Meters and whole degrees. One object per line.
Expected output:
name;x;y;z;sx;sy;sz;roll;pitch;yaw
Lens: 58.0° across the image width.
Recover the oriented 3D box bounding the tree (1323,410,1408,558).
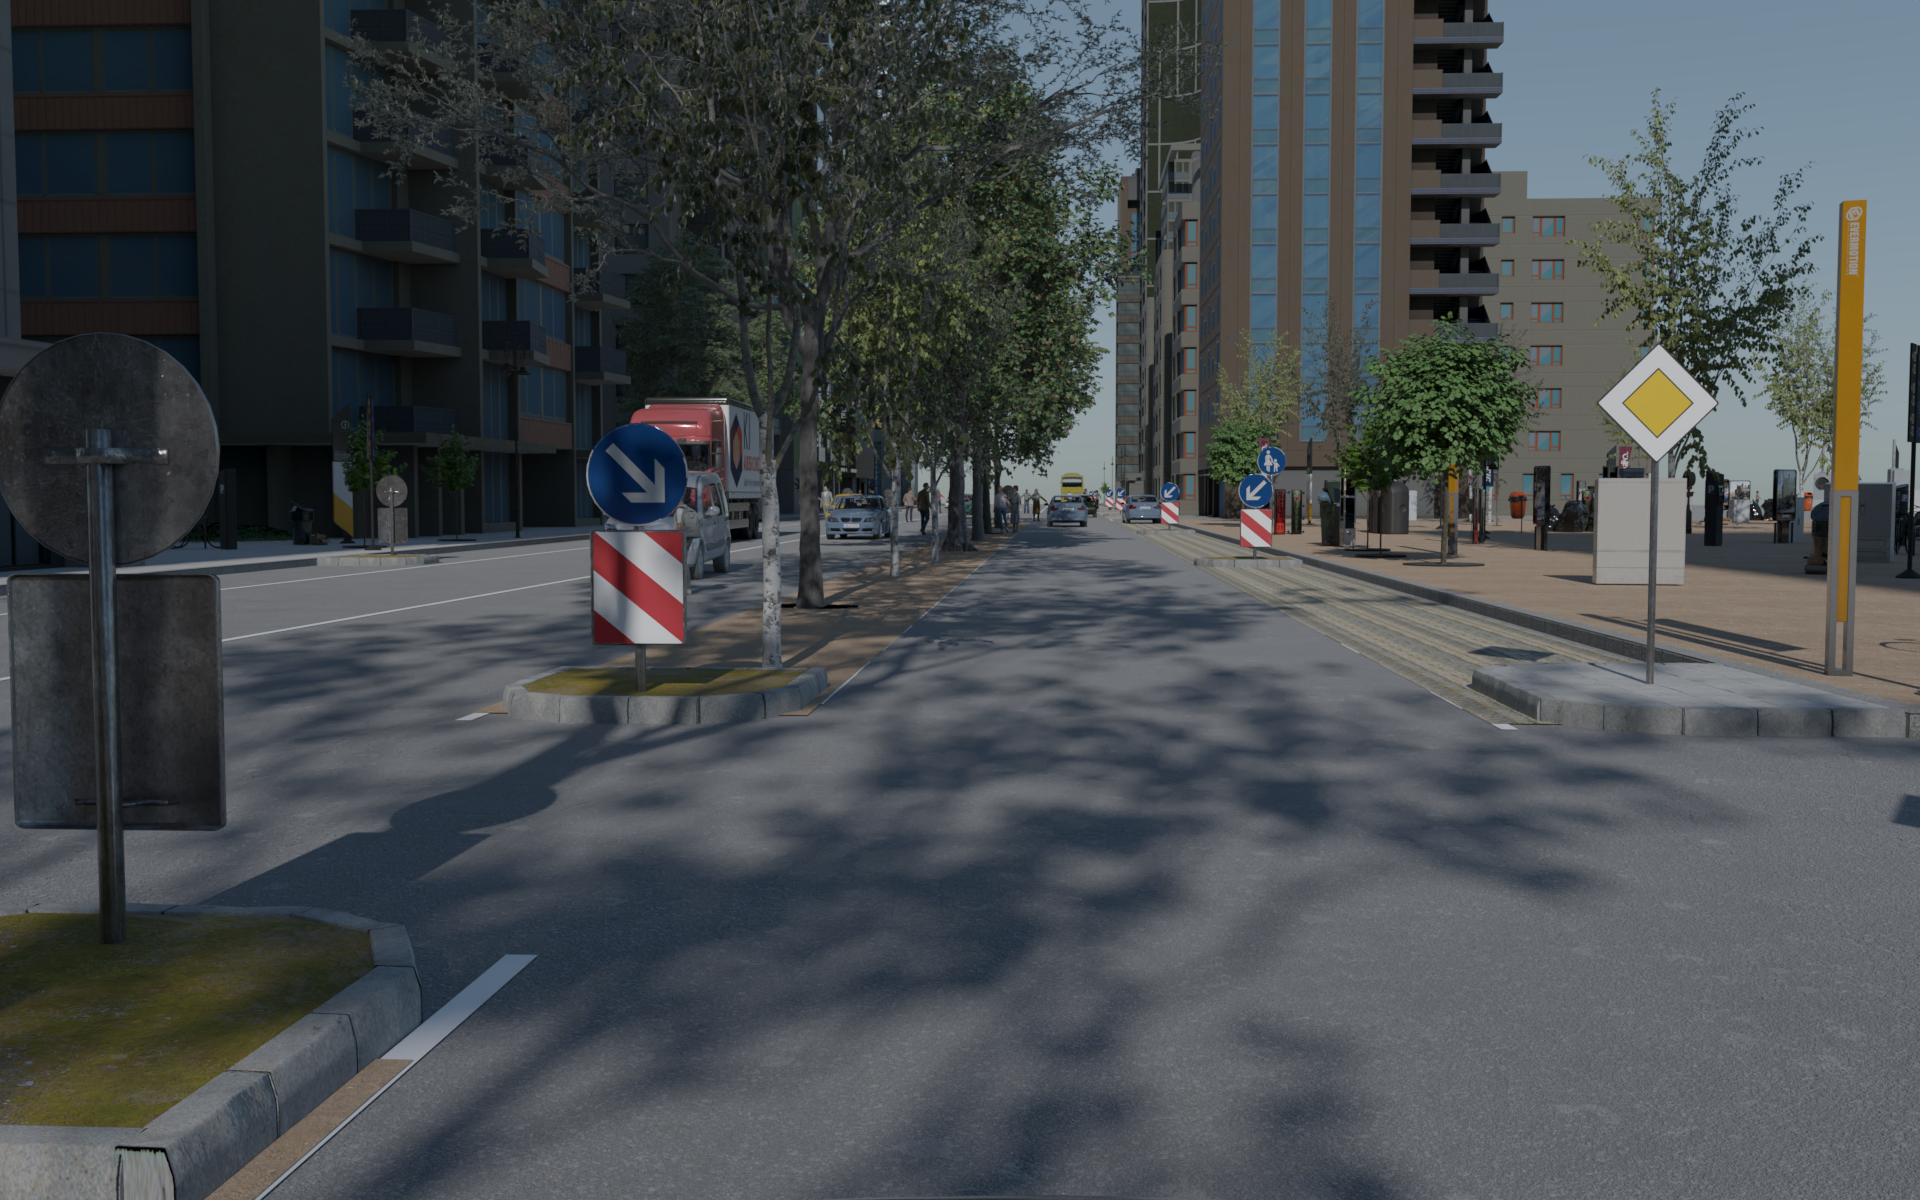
tree;8.461;-2.488;35.286;1.663;3.219;1.824;0;3;0

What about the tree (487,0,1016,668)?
tree;-1.492;-3.698;13.281;4.360;8.622;3.978;0;3;0

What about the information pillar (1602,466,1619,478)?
information pillar;16.877;-2.476;44.970;0.304;2.012;0.304;-1;4;-11

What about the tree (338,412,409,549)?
tree;-14.216;-2.842;41.071;1.663;3.219;1.824;0;3;0

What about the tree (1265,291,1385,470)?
tree;13.680;-6.824;61.936;4.360;8.622;3.978;0;3;0

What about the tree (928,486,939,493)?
tree;-3.318;-14.044;224.228;1.663;3.219;1.824;0;3;0

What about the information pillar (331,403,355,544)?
information pillar;-15.926;-3.263;44.701;0.504;3.616;0.183;-3;4;-39

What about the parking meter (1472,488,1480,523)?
parking meter;22.812;-4.163;76.478;0.372;1.533;0.369;0;3;0

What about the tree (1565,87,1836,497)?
tree;13.473;-4.993;32.004;4.737;8.622;4.395;0;3;0

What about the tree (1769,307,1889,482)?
tree;34.060;-7.161;67.451;4.360;8.622;3.978;0;3;0

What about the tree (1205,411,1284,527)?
tree;11.134;-5.170;68.251;4.285;4.588;4.351;0;3;0

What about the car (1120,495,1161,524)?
car;8.835;-4.414;84.175;2.014;1.417;4.499;0;4;2

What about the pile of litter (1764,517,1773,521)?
pile of litter;38.609;-4.124;81.388;1.176;0.858;1.719;-1;4;-9

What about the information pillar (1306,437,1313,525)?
information pillar;14.502;-4.925;71.882;0.183;3.616;0.504;0;4;-6

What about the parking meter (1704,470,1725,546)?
parking meter;18.622;-2.265;42.748;0.255;1.863;0.399;-2;4;-30

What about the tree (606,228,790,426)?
tree;-12.262;-10.785;82.986;9.857;13.997;8.962;0;3;0

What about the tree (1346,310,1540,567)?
tree;8.637;-2.897;31.078;4.285;4.588;4.351;0;3;0

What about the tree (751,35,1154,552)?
tree;-0.066;-7.546;42.841;9.611;12.733;9.660;0;3;0

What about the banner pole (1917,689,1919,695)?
banner pole;6.495;-1.285;11.021;0.863;3.779;0.401;-2;4;-35

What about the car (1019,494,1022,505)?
car;7.461;-13.859;235.640;2.155;1.783;4.494;0;4;2

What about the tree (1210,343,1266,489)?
tree;14.168;-8.032;81.686;4.360;8.622;3.978;0;3;0

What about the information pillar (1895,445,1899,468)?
information pillar;43.951;-5.505;81.369;0.183;3.616;0.504;1;4;11

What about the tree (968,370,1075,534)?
tree;1.500;-8.785;71.845;9.928;11.665;9.643;0;3;0

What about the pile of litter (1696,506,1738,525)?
pile of litter;31.599;-3.556;72.098;1.719;0.858;1.176;3;5;40

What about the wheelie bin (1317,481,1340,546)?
wheelie bin;9.259;-2.133;42.777;0.980;1.594;0.693;-1;4;-23

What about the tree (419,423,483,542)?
tree;-13.874;-3.216;47.182;1.663;3.219;1.824;0;3;0

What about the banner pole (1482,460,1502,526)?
banner pole;21.369;-4.866;69.572;0.863;3.779;0.401;0;4;4

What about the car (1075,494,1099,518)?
car;7.599;-5.947;107.025;2.009;1.686;4.222;0;4;4

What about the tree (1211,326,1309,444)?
tree;13.127;-7.627;75.062;4.737;8.622;4.395;0;3;0

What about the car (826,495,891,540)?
car;-3.215;-2.690;55.988;2.014;1.417;4.499;0;4;5

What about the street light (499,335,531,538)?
street light;-12.942;-4.753;50.502;0.468;5.910;1.993;0;4;3

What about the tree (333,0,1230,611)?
tree;-1.896;-6.643;21.439;12.009;13.543;11.850;0;3;0

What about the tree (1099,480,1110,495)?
tree;20.341;-15.143;242.191;1.663;3.219;1.824;0;3;0

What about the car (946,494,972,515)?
car;0.285;-5.580;103.036;2.131;1.459;4.920;0;4;4

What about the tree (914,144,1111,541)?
tree;0.626;-8.044;52.105;7.486;12.596;7.792;0;3;0

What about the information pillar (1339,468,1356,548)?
information pillar;9.268;-2.255;41.369;0.304;2.012;0.304;0;4;-7

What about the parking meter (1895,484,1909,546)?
parking meter;23.327;-2.116;43.007;0.372;1.533;0.369;0;3;0

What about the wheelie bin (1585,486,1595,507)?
wheelie bin;24.421;-3.597;66.723;0.693;1.594;0.980;-2;4;-24

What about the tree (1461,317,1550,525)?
tree;22.493;-7.497;72.937;4.360;8.622;3.978;0;3;0

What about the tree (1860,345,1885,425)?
tree;28.684;-6.621;58.618;4.737;8.622;4.395;0;3;0

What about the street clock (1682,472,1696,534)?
street clock;23.508;-3.139;55.891;0.358;2.002;0.471;0;4;-5

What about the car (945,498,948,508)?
car;-0.489;-9.892;174.098;2.083;1.381;4.827;0;4;4

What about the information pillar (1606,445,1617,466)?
information pillar;31.233;-5.610;83.074;0.504;3.616;0.183;-1;4;-14

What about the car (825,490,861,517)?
car;-4.920;-4.056;76.542;2.015;1.641;3.980;0;4;2

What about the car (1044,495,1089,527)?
car;4.719;-3.951;76.596;2.014;1.417;4.499;0;4;2

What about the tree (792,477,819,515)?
tree;-9.694;-6.961;108.419;1.663;3.219;1.824;0;3;0

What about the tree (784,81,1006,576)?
tree;-1.159;-4.722;30.016;4.737;8.622;4.395;0;3;0
